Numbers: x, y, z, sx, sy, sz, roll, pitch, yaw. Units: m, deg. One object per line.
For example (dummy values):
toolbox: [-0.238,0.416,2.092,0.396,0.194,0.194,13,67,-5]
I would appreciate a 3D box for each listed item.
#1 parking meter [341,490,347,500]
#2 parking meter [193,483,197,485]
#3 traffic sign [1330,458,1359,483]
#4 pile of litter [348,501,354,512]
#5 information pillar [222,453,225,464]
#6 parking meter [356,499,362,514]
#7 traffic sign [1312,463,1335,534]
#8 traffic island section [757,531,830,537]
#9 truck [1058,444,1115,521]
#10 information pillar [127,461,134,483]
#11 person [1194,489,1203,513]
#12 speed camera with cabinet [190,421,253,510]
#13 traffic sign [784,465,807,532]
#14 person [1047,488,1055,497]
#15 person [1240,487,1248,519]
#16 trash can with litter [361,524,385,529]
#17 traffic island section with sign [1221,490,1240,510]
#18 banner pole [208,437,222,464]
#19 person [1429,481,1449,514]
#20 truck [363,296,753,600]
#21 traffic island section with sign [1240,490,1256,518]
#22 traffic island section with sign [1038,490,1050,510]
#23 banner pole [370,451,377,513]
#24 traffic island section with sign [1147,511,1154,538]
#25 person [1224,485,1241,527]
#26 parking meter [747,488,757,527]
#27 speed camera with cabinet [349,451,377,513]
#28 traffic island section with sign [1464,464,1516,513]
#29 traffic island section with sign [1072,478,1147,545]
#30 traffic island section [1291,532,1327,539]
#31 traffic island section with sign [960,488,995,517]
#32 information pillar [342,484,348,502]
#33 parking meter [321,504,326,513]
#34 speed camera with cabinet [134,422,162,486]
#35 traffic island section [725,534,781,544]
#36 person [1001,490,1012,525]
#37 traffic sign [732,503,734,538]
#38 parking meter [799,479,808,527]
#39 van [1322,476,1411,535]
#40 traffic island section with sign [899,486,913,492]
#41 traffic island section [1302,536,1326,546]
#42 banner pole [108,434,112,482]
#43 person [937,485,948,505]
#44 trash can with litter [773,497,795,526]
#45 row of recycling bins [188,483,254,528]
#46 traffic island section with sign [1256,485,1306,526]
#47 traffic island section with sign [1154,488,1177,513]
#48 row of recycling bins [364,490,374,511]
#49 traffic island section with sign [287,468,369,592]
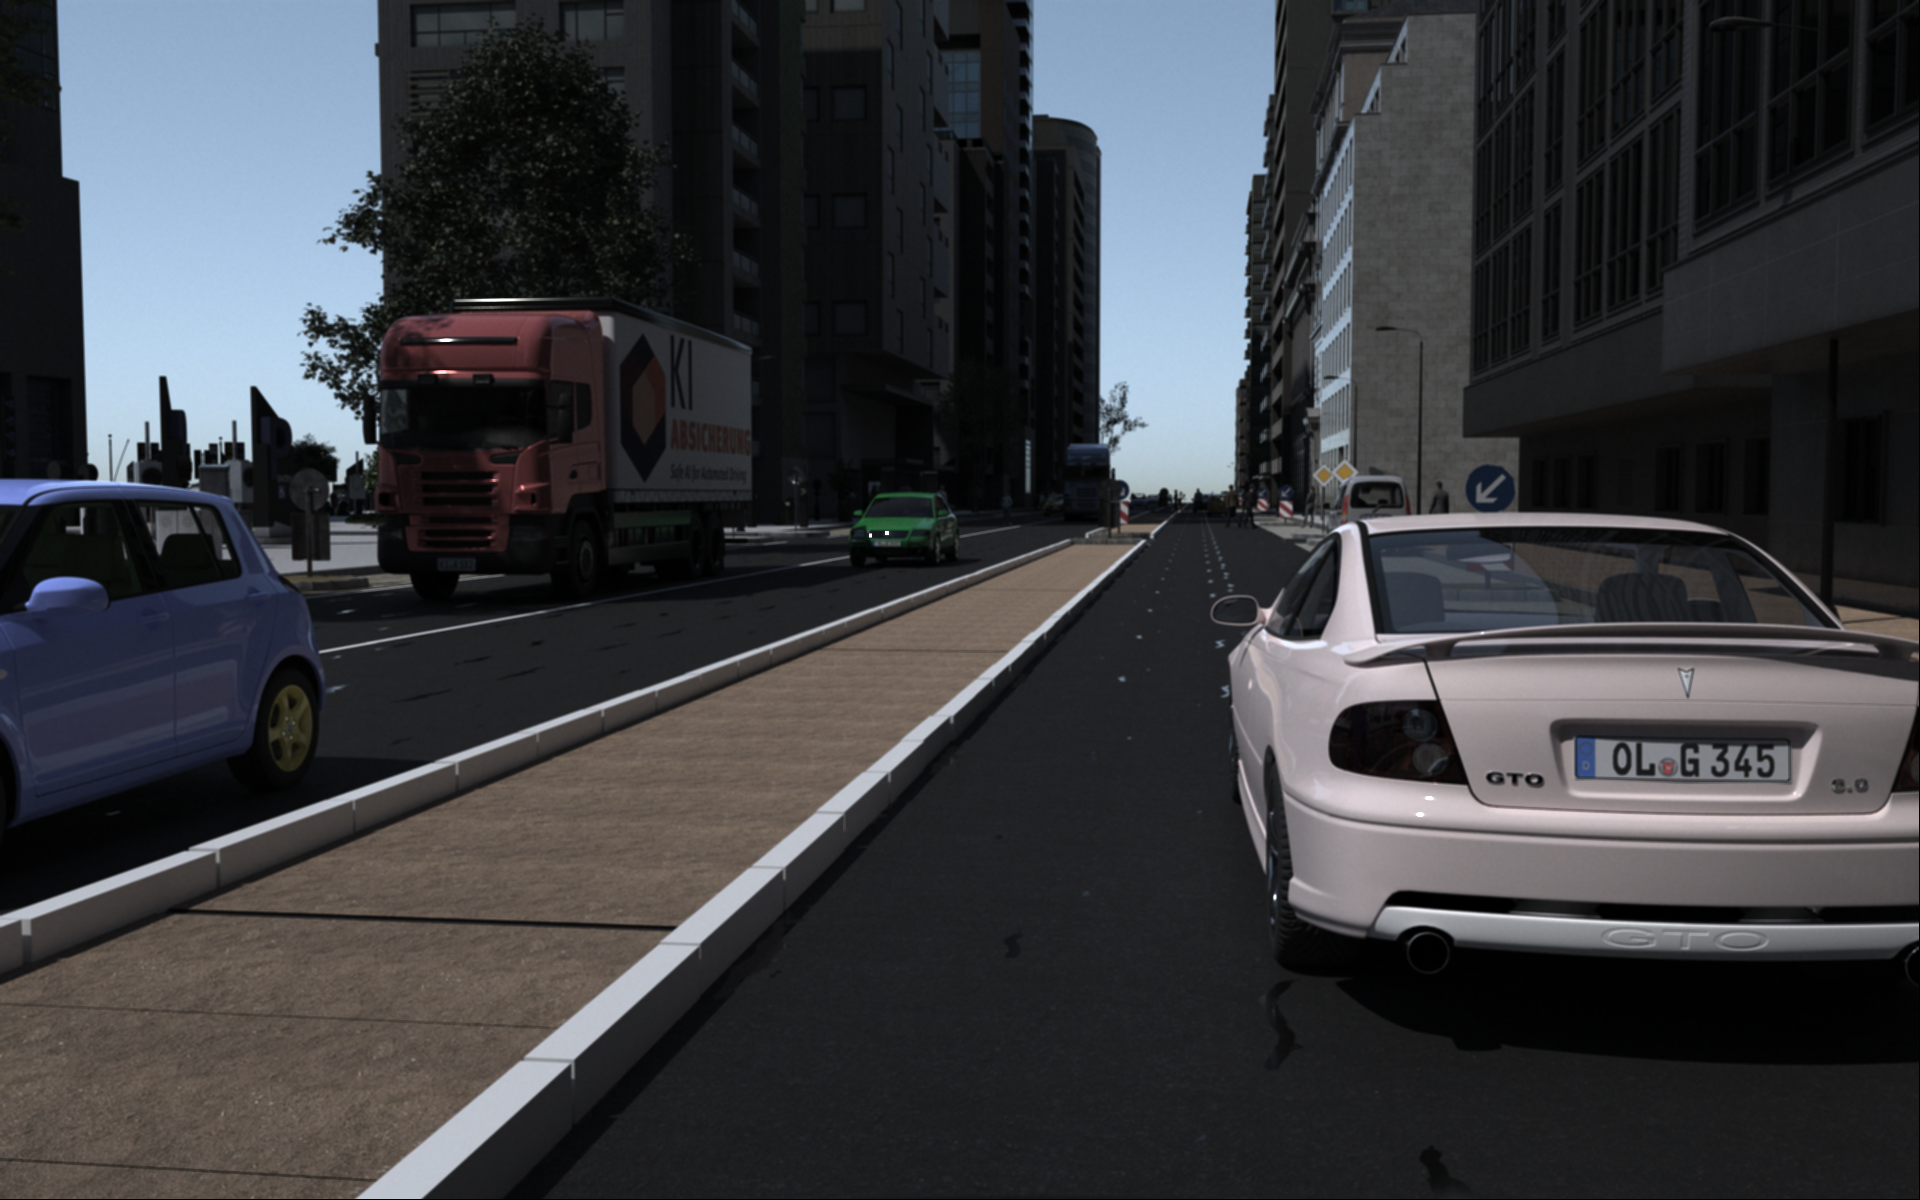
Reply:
parking meter: [-40.999,-6.541,115.362,0.372,1.533,0.369,0,3,0]
parking meter: [-39.567,-5.141,89.761,0.399,1.863,0.255,0,4,-1]
traffic sign: [10.733,-2.736,48.376,0.795,2.450,0.064,0,4,8]
pile of litter: [-44.728,-6.888,126.584,1.719,0.858,1.176,1,4,16]
information pillar: [-40.793,-6.407,96.105,0.183,3.616,0.504,1,4,18]
parking meter: [-29.903,-4.749,86.064,0.372,1.533,0.369,0,3,0]
traffic sign: [11.818,-3.220,56.287,0.795,2.450,0.064,0,4,8]
traffic island section: [-5.586,-2.230,58.746,2.009,0.180,2.903,0,4,8]
truck: [7.462,-6.652,98.521,2.967,4.110,18.799,0,4,6]
information pillar: [-58.464,-8.000,122.152,0.504,3.616,0.183,0,4,6]
person: [17.679,-7.342,128.382,0.661,1.843,0.795,1,4,15]
speed camera with cabinet: [-19.531,-3.160,45.999,0.660,3.252,2.038,1,4,15]
traffic sign: [-5.562,-3.366,58.681,0.795,2.450,0.064,0,4,8]
person: [6.552,-7.052,123.894,0.679,1.850,0.850,1,4,18]
person: [16.056,-5.423,97.261,0.616,1.811,0.778,3,5,42]
trash can with litter: [-21.502,-3.310,65.169,2.233,1.210,1.678,2,4,24]
traffic island section with sign: [28.736,-10.601,181.951,1.989,1.847,2.006,0,4,8]
banner pole: [-32.436,-5.237,75.648,0.401,3.779,0.863,2,4,26]
person: [14.159,-2.605,51.194,0.694,1.812,0.767,-1,4,-19]
truck: [-5.803,-2.329,26.993,2.839,4.237,11.283,0,4,7]
traffic island section with sign: [18.213,-5.906,105.196,1.989,1.847,2.006,0,4,8]
traffic island section with sign: [7.942,-9.100,157.410,1.989,1.847,2.006,0,4,8]
banner pole: [-29.730,-6.031,88.630,0.863,3.779,0.401,2,4,34]
traffic island section with sign: [5.265,-2.984,56.917,2.006,1.907,1.989,0,4,8]
person: [11.740,-4.039,74.448,0.836,1.842,0.656,3,4,38]
parking meter: [-8.036,-3.572,66.818,0.372,1.533,0.369,0,3,0]
speed camera with cabinet: [-27.331,-5.280,80.660,2.038,3.252,0.660,-1,4,-23]
traffic island section with sign: [7.061,-0.932,23.866,1.989,1.847,2.006,0,4,8]
traffic island section with sign: [4.249,-2.535,49.580,2.006,1.907,1.989,0,4,8]
traffic island section: [11.842,-2.084,56.361,2.009,0.180,2.903,0,4,8]
traffic island section with sign: [1.111,-6.049,107.531,1.989,1.847,2.006,0,4,8]
information pillar: [-42.916,-7.118,120.870,0.304,2.012,0.304,3,4,38]
parking meter: [-28.082,-4.312,76.209,0.255,1.863,0.399,-2,4,-26]
speed camera with cabinet: [-22.616,-3.207,46.776,2.038,3.252,0.660,-3,4,-37]
traffic island section: [-6.671,-1.746,50.834,2.009,0.180,2.903,0,4,8]
person: [2.156,-4.292,80.486,0.589,1.601,0.330,3,4,39]
traffic sign: [-6.646,-2.882,50.769,0.795,2.450,0.064,0,4,8]
parking meter: [-6.002,-3.722,66.565,0.255,1.863,0.399,1,4,9]
van: [9.617,-2.070,40.852,2.013,2.044,4.112,0,4,7]
traffic island section with sign: [-2.553,-4.416,80.825,1.989,1.847,2.006,0,4,8]
traffic island section: [10.758,-1.601,48.450,2.009,0.180,2.903,0,4,8]
banner pole: [-35.523,-5.043,72.471,0.401,3.779,0.863,-2,4,-24]
person: [-0.798,-4.226,77.479,0.514,1.842,0.818,0,3,0]
trash can with litter: [-7.155,-3.600,70.248,1.055,1.170,0.624,2,4,35]
row of recycling bins: [-27.608,-3.610,66.133,3.534,1.692,1.069,-3,5,-40]
traffic island section with sign: [14.392,-4.200,77.299,1.989,1.847,2.006,0,4,8]
traffic island section with sign: [15.459,-7.537,131.364,2.006,1.907,1.989,0,4,8]
row of recycling bins: [-45.742,-7.810,134.812,1.069,1.692,3.534,1,4,13]
traffic island section with sign: [-10.063,-1.066,26.055,1.989,1.847,2.006,0,4,8]
